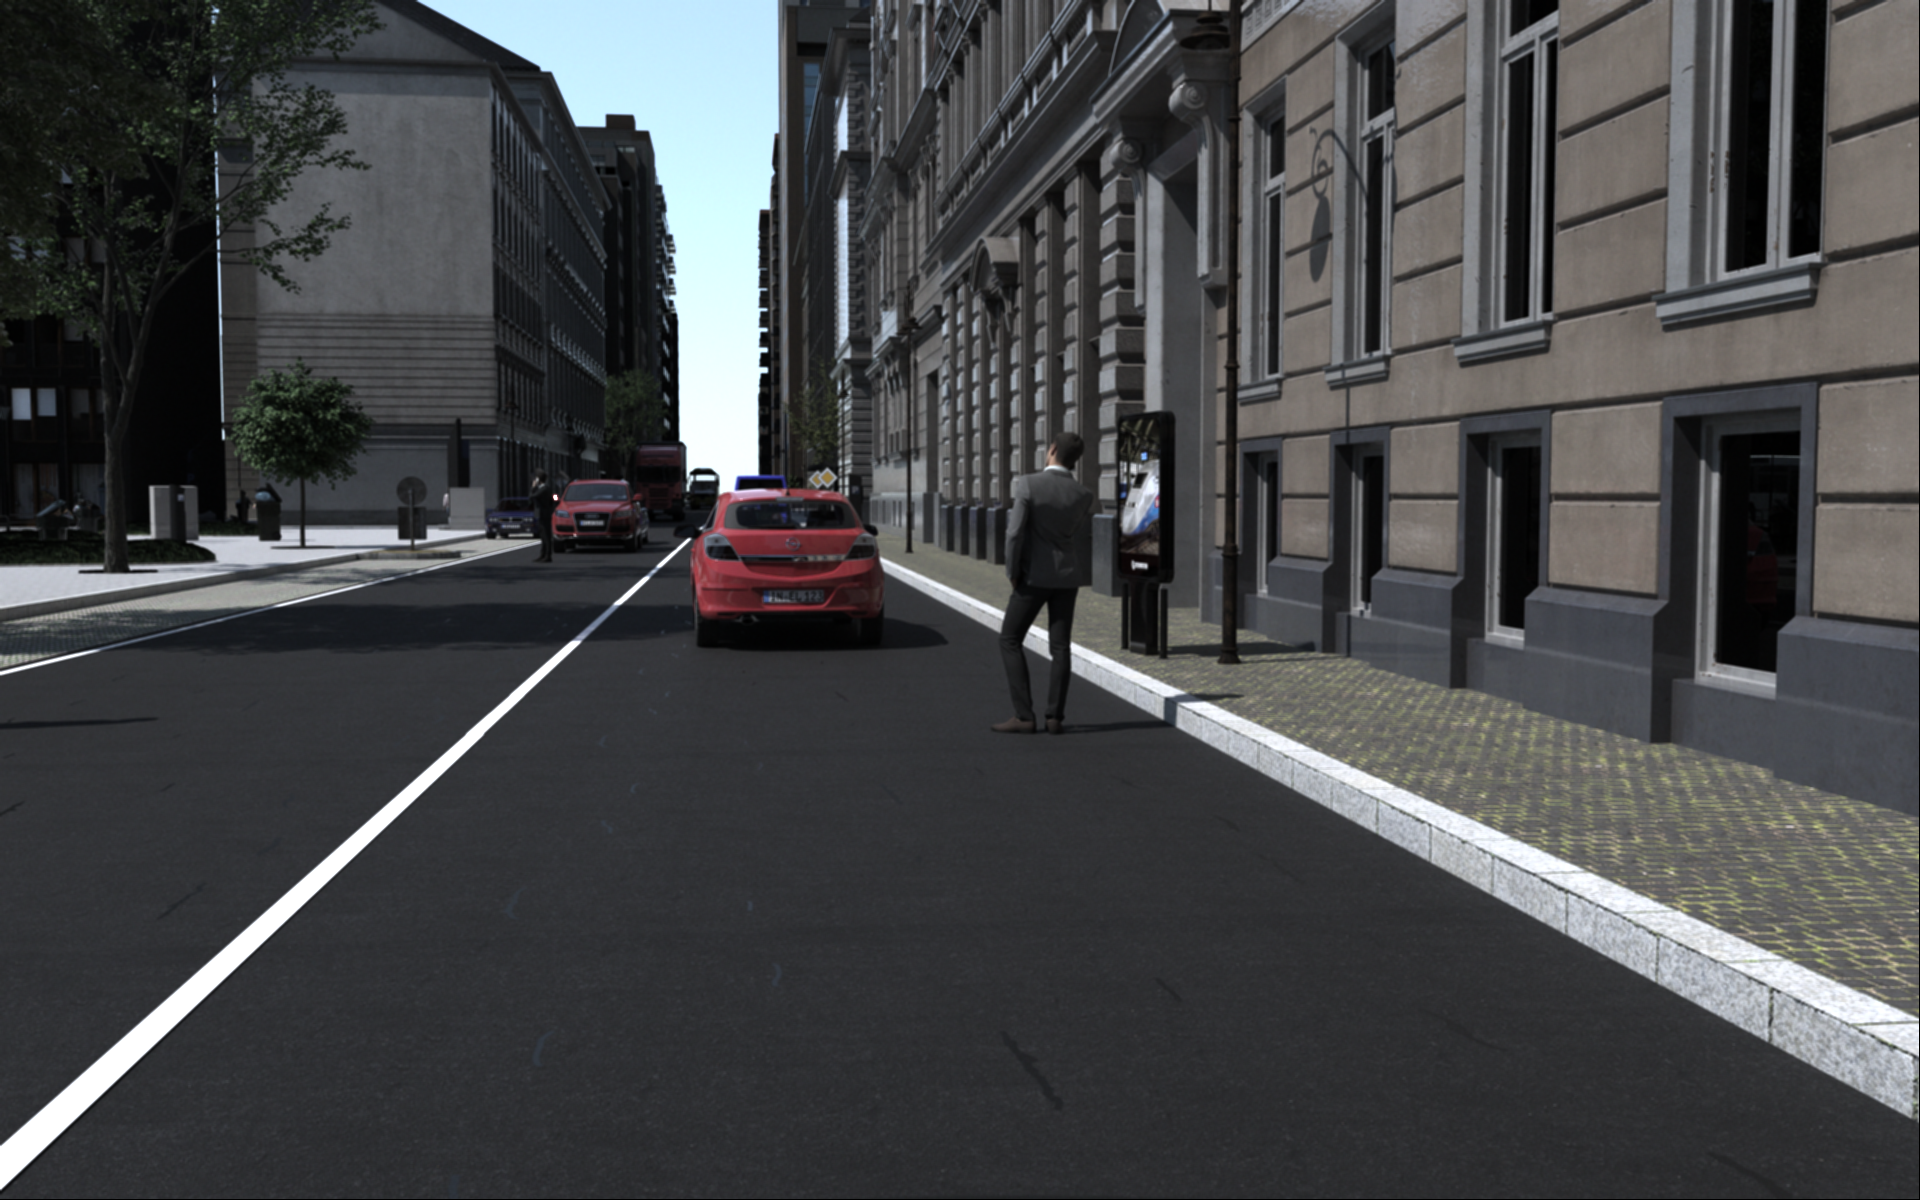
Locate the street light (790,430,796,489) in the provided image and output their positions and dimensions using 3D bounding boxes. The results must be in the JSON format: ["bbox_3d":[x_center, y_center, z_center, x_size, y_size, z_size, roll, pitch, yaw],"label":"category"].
[{"bbox_3d":[-11.675,-9.089,121.394,0.468,5.910,1.993,0,4,-7],"label":"street light"}]

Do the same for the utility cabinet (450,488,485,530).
[{"bbox_3d":[-17.300,-3.190,60.835,1.173,1.500,0.318,-1,4,-14],"label":"utility cabinet"}]

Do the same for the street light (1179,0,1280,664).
[{"bbox_3d":[2.041,-2.457,12.953,0.468,5.910,1.993,0,4,-7],"label":"street light"}]

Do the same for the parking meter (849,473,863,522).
[{"bbox_3d":[-2.905,-2.610,48.377,0.399,1.863,0.255,0,4,-1],"label":"parking meter"}]

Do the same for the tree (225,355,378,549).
[{"bbox_3d":[-15.571,-3.501,40.960,4.285,4.588,4.351,0,3,0],"label":"tree"}]

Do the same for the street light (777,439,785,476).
[{"bbox_3d":[-14.972,-10.612,146.296,0.468,5.910,1.993,0,4,-7],"label":"street light"}]

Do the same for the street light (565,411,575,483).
[{"bbox_3d":[-21.660,-7.550,96.224,0.468,5.910,1.993,0,4,-7],"label":"street light"}]

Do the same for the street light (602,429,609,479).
[{"bbox_3d":[-24.758,-9.068,121.047,0.468,5.910,1.993,0,4,-7],"label":"street light"}]

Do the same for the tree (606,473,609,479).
[{"bbox_3d":[-27.351,-8.478,133.211,1.663,3.219,1.824,0,3,0],"label":"tree"}]

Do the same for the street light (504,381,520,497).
[{"bbox_3d":[-18.364,-6.014,71.121,0.468,5.910,1.993,0,4,-7],"label":"street light"}]

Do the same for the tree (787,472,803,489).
[{"bbox_3d":[-14.677,-9.512,150.124,1.663,3.219,1.824,0,3,0],"label":"tree"}]

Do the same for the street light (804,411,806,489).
[{"bbox_3d":[-8.625,-7.577,96.665,0.468,5.910,1.993,0,4,-7],"label":"street light"}]

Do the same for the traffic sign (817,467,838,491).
[{"bbox_3d":[-4.908,-3.701,64.162,0.795,2.450,0.064,0,4,-7],"label":"traffic sign"}]

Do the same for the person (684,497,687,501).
[{"bbox_3d":[-35.142,-12.993,221.618,0.721,1.739,1.217,0,4,5],"label":"person"}]

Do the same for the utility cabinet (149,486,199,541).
[{"bbox_3d":[-21.284,-2.339,46.925,0.318,1.500,1.173,3,5,41],"label":"utility cabinet"}]

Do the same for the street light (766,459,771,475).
[{"bbox_3d":[-21.444,-13.701,196.791,0.468,5.910,1.993,0,4,-7],"label":"street light"}]

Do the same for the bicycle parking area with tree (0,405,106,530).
[{"bbox_3d":[-33.460,-4.253,56.545,8.231,4.147,9.016,1,4,19],"label":"bicycle parking area with tree"}]

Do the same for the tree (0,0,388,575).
[{"bbox_3d":[-13.592,-6.250,27.946,9.928,11.665,9.643,0,3,0],"label":"tree"}]

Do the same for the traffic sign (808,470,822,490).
[{"bbox_3d":[-5.920,-4.186,72.083,0.795,2.450,0.064,0,4,-7],"label":"traffic sign"}]

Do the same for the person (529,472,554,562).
[{"bbox_3d":[-8.801,-1.744,36.378,0.474,1.900,0.648,0,4,-7],"label":"person"}]

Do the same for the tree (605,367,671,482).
[{"bbox_3d":[-27.217,-13.174,141.150,9.928,11.665,9.643,0,3,0],"label":"tree"}]

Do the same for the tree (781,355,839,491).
[{"bbox_3d":[-6.776,-8.483,89.053,4.737,8.622,4.395,0,3,0],"label":"tree"}]

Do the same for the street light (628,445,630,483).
[{"bbox_3d":[-28.102,-10.648,146.878,0.468,5.910,1.993,0,4,-7],"label":"street light"}]

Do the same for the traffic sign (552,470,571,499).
[{"bbox_3d":[-16.283,-4.107,70.785,0.795,2.450,0.064,0,4,-7],"label":"traffic sign"}]

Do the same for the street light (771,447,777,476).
[{"bbox_3d":[-18.215,-12.189,172.084,0.468,5.910,1.993,0,4,-7],"label":"street light"}]

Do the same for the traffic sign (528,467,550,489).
[{"bbox_3d":[-15.271,-3.622,62.864,0.795,2.450,0.064,0,4,-7],"label":"traffic sign"}]

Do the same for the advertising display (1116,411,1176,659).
[{"bbox_3d":[1.477,-0.528,13.852,0.123,1.923,0.974,-1,4,-15],"label":"advertising display"}]

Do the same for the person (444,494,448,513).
[{"bbox_3d":[-19.444,-3.507,66.516,0.731,1.740,0.598,-1,4,-18],"label":"person"}]

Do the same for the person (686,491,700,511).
[{"bbox_3d":[-22.784,-8.481,147.880,1.217,1.735,0.721,-1,4,-21],"label":"person"}]

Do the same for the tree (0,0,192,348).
[{"bbox_3d":[-11.074,-6.016,16.486,7.486,12.596,7.792,0,3,0],"label":"tree"}]

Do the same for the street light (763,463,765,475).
[{"bbox_3d":[-24.668,-15.257,222.238,0.468,5.910,1.993,0,4,-7],"label":"street light"}]

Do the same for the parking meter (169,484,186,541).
[{"bbox_3d":[-20.409,-2.250,45.193,0.372,1.533,0.369,0,3,0],"label":"parking meter"}]

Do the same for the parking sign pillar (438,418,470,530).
[{"bbox_3d":[-18.045,-4.516,62.306,1.447,3.967,1.447,-2,4,-32],"label":"parking sign pillar"}]

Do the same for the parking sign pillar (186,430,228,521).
[{"bbox_3d":[-31.676,-5.125,72.263,1.447,3.967,1.447,1,4,12],"label":"parking sign pillar"}]

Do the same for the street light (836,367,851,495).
[{"bbox_3d":[-4.253,-5.523,63.083,0.468,5.910,1.993,0,4,-7],"label":"street light"}]

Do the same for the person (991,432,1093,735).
[{"bbox_3d":[0.493,-0.105,10.401,0.592,1.802,0.473,-1,4,-10],"label":"person"}]

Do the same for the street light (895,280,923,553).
[{"bbox_3d":[-1.111,-3.968,37.669,0.468,5.910,1.993,0,4,-7],"label":"street light"}]
